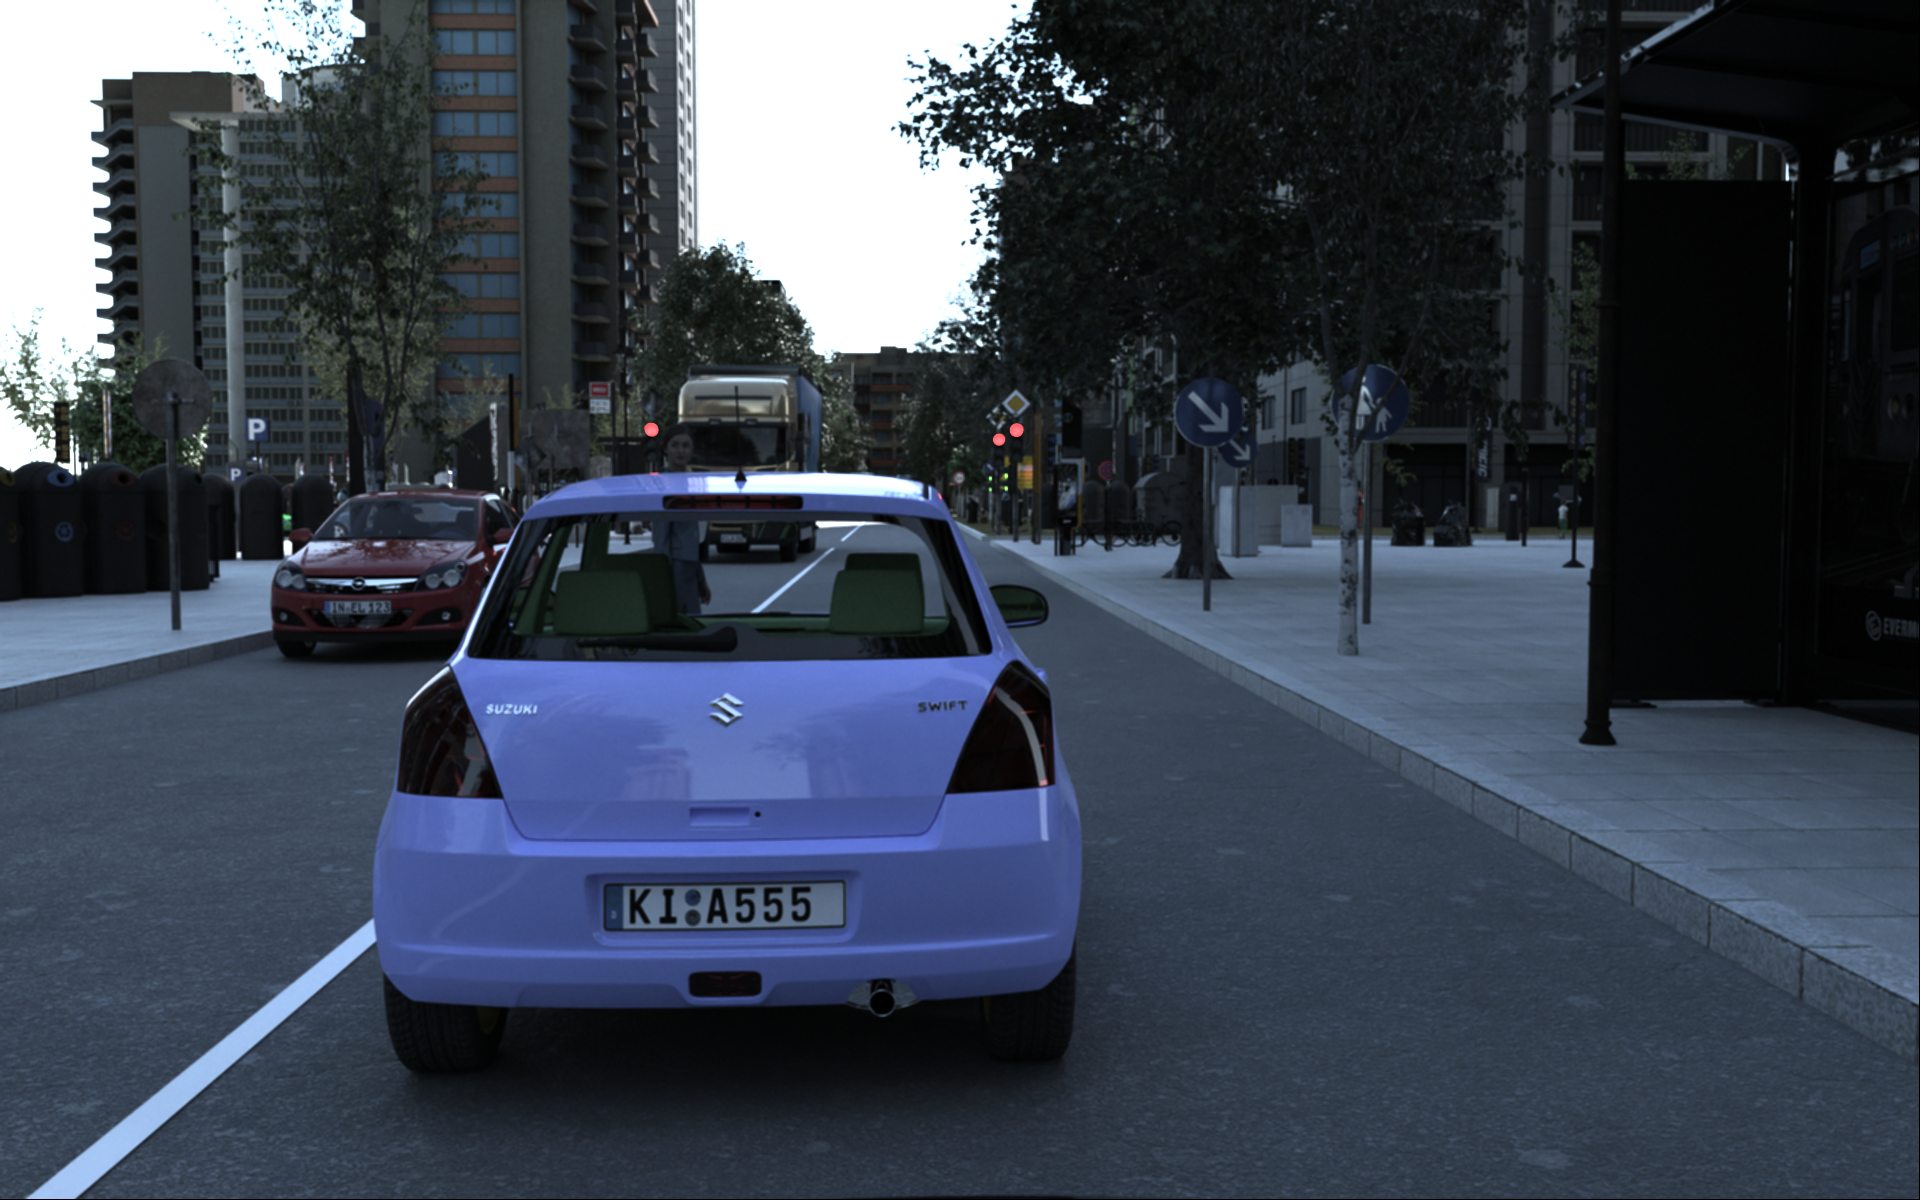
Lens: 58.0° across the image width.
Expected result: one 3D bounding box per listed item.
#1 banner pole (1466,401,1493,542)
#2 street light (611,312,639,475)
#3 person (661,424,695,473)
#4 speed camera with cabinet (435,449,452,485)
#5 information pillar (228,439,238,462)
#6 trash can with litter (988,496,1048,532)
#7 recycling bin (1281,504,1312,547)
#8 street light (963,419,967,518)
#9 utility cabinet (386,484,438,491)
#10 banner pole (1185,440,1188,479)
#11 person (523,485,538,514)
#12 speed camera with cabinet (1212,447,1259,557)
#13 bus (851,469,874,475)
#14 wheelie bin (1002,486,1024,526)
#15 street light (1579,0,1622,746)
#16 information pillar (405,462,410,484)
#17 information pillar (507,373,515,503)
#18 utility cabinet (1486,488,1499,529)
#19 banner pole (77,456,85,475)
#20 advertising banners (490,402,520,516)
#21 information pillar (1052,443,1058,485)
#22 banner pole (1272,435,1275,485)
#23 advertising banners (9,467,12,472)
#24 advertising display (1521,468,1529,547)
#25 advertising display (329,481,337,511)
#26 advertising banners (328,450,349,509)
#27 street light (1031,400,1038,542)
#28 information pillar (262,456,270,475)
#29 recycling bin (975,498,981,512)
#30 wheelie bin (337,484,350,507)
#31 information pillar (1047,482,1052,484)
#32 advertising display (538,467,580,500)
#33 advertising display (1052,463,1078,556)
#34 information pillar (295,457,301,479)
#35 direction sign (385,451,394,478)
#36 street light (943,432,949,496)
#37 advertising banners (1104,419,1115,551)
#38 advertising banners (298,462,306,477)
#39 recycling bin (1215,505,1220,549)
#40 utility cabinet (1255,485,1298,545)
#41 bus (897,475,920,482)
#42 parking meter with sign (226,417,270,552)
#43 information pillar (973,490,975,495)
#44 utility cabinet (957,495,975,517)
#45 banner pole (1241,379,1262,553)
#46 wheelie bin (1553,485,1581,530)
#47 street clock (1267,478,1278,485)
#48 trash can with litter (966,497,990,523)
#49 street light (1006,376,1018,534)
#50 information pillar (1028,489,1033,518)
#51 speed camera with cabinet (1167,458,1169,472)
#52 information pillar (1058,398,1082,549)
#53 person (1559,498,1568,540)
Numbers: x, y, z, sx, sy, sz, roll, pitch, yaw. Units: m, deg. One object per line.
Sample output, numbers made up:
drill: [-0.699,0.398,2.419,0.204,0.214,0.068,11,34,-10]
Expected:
banner pole: [13.945,-3.469,46.733,0.863,3.779,0.401,1,4,11]
street light: [-8.511,-4.363,44.123,0.468,5.910,1.993,0,4,-2]
person: [-1.628,-0.074,9.742,0.654,1.822,0.581,2,4,28]
speed camera with cabinet: [-21.271,-4.765,72.240,0.660,3.252,2.038,0,4,5]
information pillar: [-30.877,-5.033,73.649,0.504,3.616,0.183,2,4,25]
trash can with litter: [1.971,-2.949,59.270,2.233,1.210,1.678,-1,4,-8]
recycling bin: [8.185,-1.806,42.082,0.722,1.027,0.722,1,4,11]
street light: [0.265,-7.323,92.516,0.468,5.910,1.993,0,4,-2]
utility cabinet: [-12.375,-1.857,39.047,1.173,1.500,0.318,-3,4,-38]
banner pole: [9.471,-4.967,71.228,0.401,3.779,0.863,-3,4,-37]
person: [-12.138,-2.421,49.085,0.512,1.701,0.522,-3,4,-37]
speed camera with cabinet: [5.707,-2.568,36.323,0.660,3.252,2.038,0,4,-8]
bus: [-8.601,-9.347,147.690,2.948,3.499,13.247,0,4,-1]
wheelie bin: [2.066,-3.726,68.836,0.693,1.594,0.980,3,5,40]
street light: [3.283,-2.199,8.739,0.468,5.910,1.993,0,4,-2]
information pillar: [-40.877,-8.364,128.104,0.504,3.616,0.183,3,5,40]
information pillar: [-8.764,-2.598,33.831,0.183,3.616,0.504,-1,4,-19]
utility cabinet: [19.730,-3.370,63.784,0.318,1.500,1.173,3,4,36]
banner pole: [-57.929,-7.596,114.217,0.401,3.779,0.863,1,4,15]
advertising banners: [-8.561,-2.223,32.540,0.090,3.025,2.074,-2,4,-27]
information pillar: [4.440,-5.440,80.296,0.183,3.616,0.504,-2,4,-27]
banner pole: [13.335,-5.120,73.732,0.401,3.779,0.863,1,4,9]
advertising banners: [-61.274,-7.038,111.263,2.074,3.025,0.090,3,5,40]
advertising display: [13.920,-2.291,42.669,0.123,1.923,0.974,1,4,20]
advertising display: [-31.873,-5.039,87.605,0.123,1.923,0.974,1,4,20]
advertising banners: [-24.415,-4.401,68.143,0.090,3.025,2.074,1,4,10]
street light: [1.981,-4.481,46.050,0.468,5.910,1.993,0,4,-2]
information pillar: [-42.873,-7.076,107.054,0.504,3.616,0.183,1,4,8]
recycling bin: [1.113,-7.022,127.363,0.722,1.027,0.722,1,4,13]
wheelie bin: [-18.945,-2.815,53.932,0.693,1.594,0.980,2,4,29]
information pillar: [5.538,-6.246,106.618,0.304,2.012,0.304,1,4,20]
advertising display: [-9.556,-2.206,41.283,0.974,1.923,0.123,-2,4,-26]
advertising display: [2.200,-1.896,36.205,0.123,1.923,0.974,2,4,29]
information pillar: [-41.501,-7.175,108.669,0.504,3.616,0.183,2,4,35]
direction sign: [-29.873,-6.025,90.498,0.876,3.537,0.379,-1,4,-14]
street light: [-1.008,-9.542,128.799,0.468,5.910,1.993,0,4,-2]
advertising banners: [3.449,-2.657,39.631,0.090,3.025,2.074,1,4,10]
advertising banners: [-36.634,-6.043,94.983,2.074,3.025,0.090,2,4,25]
recycling bin: [6.256,-1.728,40.802,0.722,1.027,0.722,2,4,33]
utility cabinet: [7.808,-2.110,43.183,1.173,1.500,0.318,-1,4,-11]
bus: [-5.294,-10.843,172.144,2.948,3.499,13.247,0,4,-3]
parking meter with sign: [-16.025,-2.592,38.640,0.543,3.016,1.738,0,4,3]
information pillar: [1.003,-8.374,128.276,0.183,3.616,0.504,2,4,28]
utility cabinet: [0.355,-5.375,99.048,1.020,1.237,0.306,0,4,4]
banner pole: [6.305,-2.932,37.955,0.401,3.779,0.863,-1,4,-21]
wheelie bin: [21.943,-3.351,62.692,0.980,1.594,0.693,0,4,5]
street clock: [14.160,-4.521,78.493,0.471,2.002,0.358,0,4,-2]
trash can with litter: [0.783,-3.959,76.114,1.055,1.170,0.624,1,4,14]
street light: [1.647,-5.038,55.159,0.468,5.910,1.993,0,4,-2]
information pillar: [3.847,-5.379,92.443,0.304,2.012,0.304,-3,5,-41]
speed camera with cabinet: [11.340,-6.174,95.286,0.660,3.252,2.038,2,4,31]
information pillar: [2.597,-3.002,40.435,0.504,3.616,0.183,0,4,7]
person: [18.379,-2.450,52.803,0.306,1.304,0.590,3,4,38]
